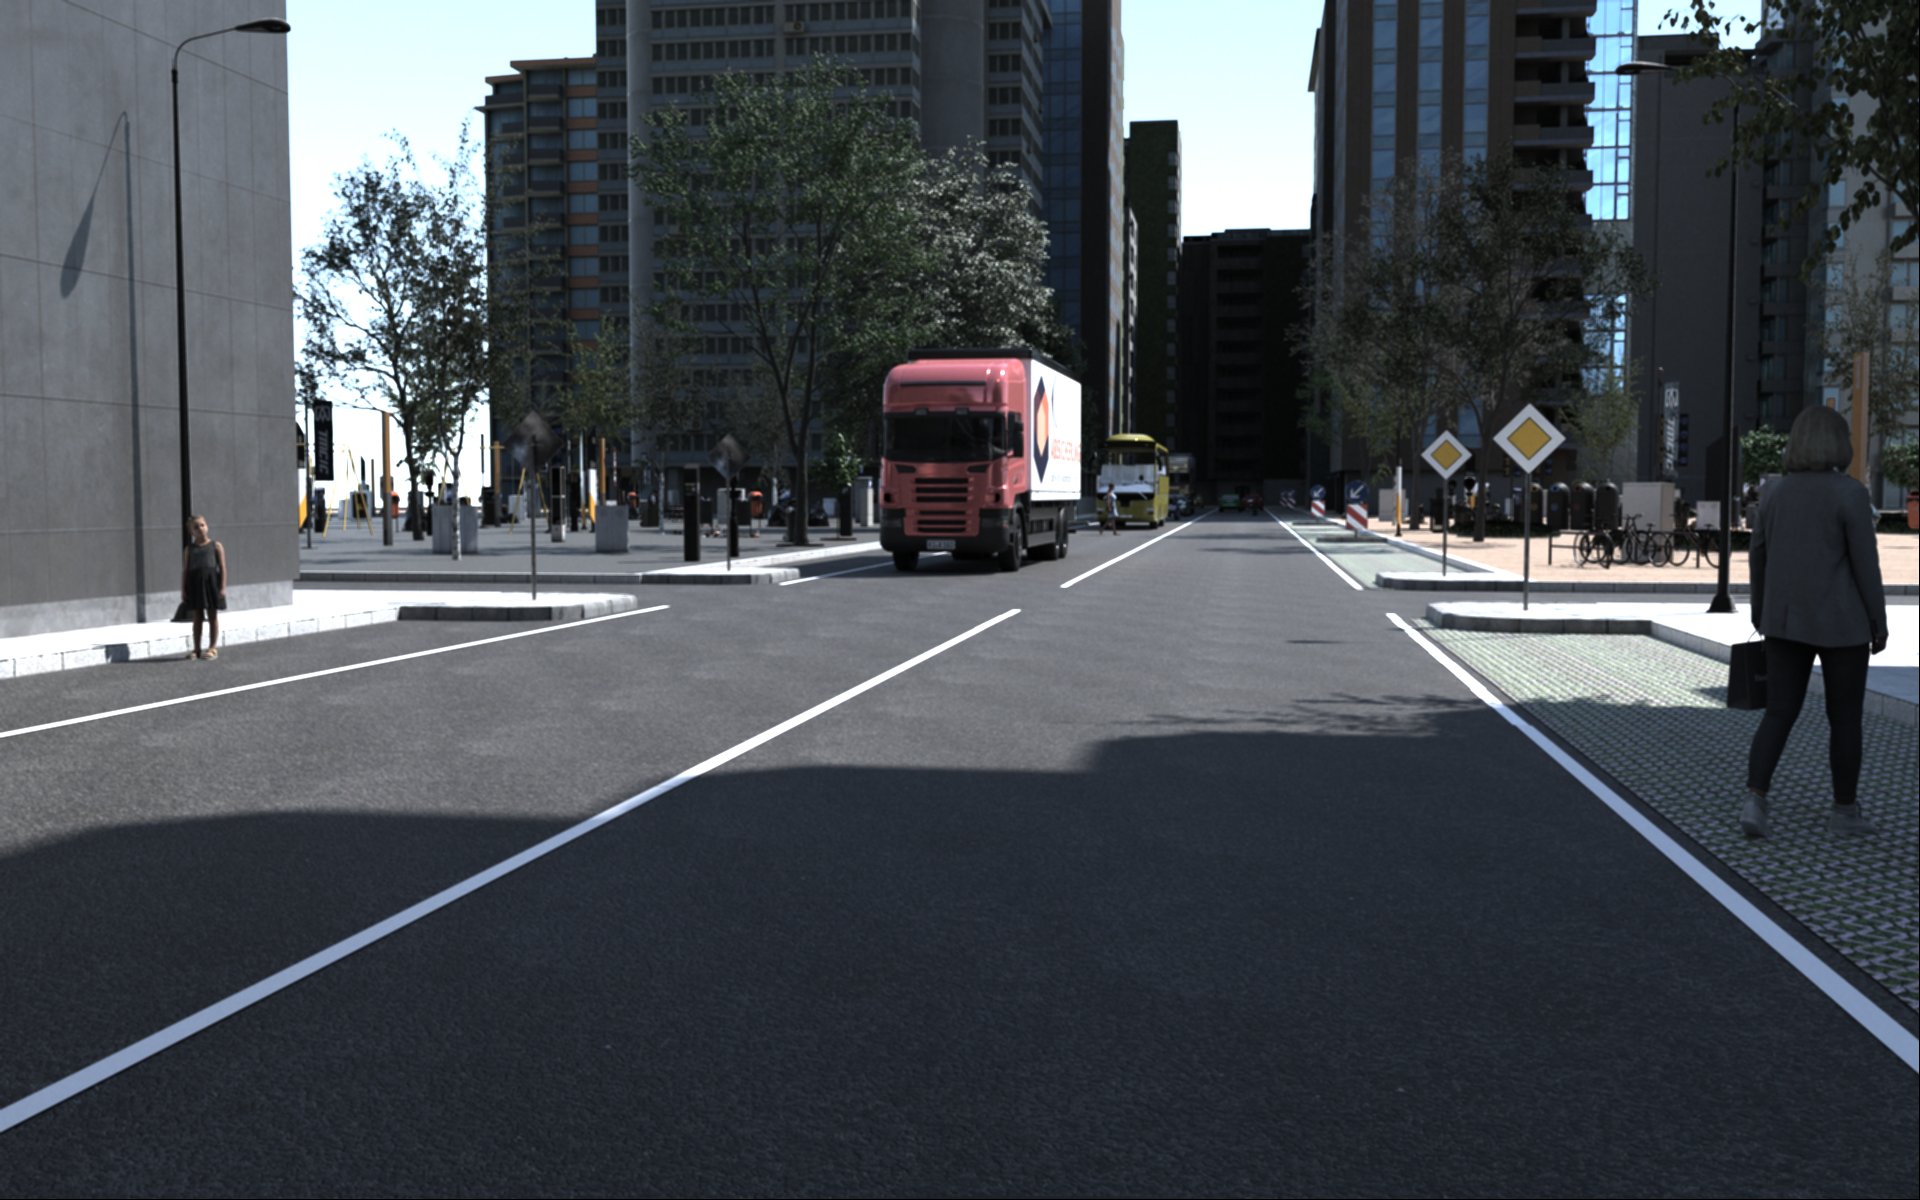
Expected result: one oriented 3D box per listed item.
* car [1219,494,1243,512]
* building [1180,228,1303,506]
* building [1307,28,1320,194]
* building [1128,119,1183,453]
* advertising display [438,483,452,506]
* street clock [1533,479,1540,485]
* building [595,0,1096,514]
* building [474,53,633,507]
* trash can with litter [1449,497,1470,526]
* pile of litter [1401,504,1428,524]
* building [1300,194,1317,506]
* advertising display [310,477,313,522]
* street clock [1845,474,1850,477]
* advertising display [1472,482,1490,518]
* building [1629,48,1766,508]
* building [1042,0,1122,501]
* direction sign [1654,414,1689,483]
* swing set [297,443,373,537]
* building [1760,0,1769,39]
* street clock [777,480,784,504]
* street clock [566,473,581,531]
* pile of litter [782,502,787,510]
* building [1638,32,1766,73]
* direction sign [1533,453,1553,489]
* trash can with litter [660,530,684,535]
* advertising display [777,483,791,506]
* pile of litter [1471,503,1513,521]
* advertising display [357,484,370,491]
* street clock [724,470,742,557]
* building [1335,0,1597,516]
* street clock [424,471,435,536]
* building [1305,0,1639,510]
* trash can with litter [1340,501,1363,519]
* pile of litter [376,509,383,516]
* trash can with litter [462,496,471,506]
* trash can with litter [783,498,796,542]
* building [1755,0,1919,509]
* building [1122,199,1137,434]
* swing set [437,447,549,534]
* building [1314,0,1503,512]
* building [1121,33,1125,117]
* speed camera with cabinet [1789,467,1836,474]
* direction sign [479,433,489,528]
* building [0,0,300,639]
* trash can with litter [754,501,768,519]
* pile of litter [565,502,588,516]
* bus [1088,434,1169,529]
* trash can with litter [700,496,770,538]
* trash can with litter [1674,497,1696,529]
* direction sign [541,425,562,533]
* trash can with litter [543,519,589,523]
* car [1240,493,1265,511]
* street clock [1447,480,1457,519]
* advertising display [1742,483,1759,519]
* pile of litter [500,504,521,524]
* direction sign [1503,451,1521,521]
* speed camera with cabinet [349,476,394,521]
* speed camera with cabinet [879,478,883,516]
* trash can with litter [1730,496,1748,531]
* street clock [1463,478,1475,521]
[{"bbox_3d":[21.801,-7.985,139.350,1.959,1.807,4.718,1,4,11],"label":"car"},{"bbox_3d":[31.421,-25.652,191.118,14.107,30.474,14.160,1,4,9],"label":"building"},{"bbox_3d":[53.107,-36.993,194.069,27.495,52.752,28.713,1,4,9],"label":"building"},{"bbox_3d":[17.562,-31.179,193.376,14.086,41.232,14.154,1,4,9],"label":"building"},{"bbox_3d":[-28.746,-5.597,96.730,0.123,1.923,0.974,2,4,31],"label":"advertising display"},{"bbox_3d":[26.985,-4.681,81.106,0.358,2.002,0.471,2,4,30],"label":"street clock"},{"bbox_3d":[-7.349,-26.015,117.233,32.217,40.220,23.993,1,4,9],"label":"building"},{"bbox_3d":[-31.905,-31.800,174.559,28.867,44.769,22.147,1,4,9],"label":"building"},{"bbox_3d":[17.920,-3.144,62.795,1.055,1.170,0.624,1,4,14],"label":"trash can with litter"},{"bbox_3d":[19.591,-3.714,74.684,1.176,0.858,1.719,1,4,19],"label":"pile of litter"},{"bbox_3d":[40.779,-24.208,167.500,14.160,30.474,14.107,1,4,9],"label":"building"},{"bbox_3d":[-25.139,-3.728,66.160,0.123,1.923,0.974,2,4,25],"label":"advertising display"},{"bbox_3d":[31.566,-3.479,61.459,0.471,2.002,0.358,-2,4,-33],"label":"street clock"},{"bbox_3d":[27.983,-5.372,93.046,0.974,1.923,0.123,0,4,-7],"label":"advertising display"},{"bbox_3d":[65.959,-29.314,162.876,14.086,41.232,14.154,1,4,9],"label":"building"},{"bbox_3d":[5.043,-29.617,134.350,14.600,45.320,14.200,1,4,9],"label":"building"},{"bbox_3d":[20.113,-3.488,49.029,0.876,3.537,0.379,2,4,26],"label":"direction sign"},{"bbox_3d":[-20.141,-3.426,53.634,3.119,2.851,2.862,1,4,11],"label":"swing set"},{"bbox_3d":[97.533,-45.511,182.358,20.611,71.187,20.563,1,4,9],"label":"building"},{"bbox_3d":[-9.365,-5.191,89.442,0.471,2.002,0.358,2,4,27],"label":"street clock"},{"bbox_3d":[-13.358,-3.387,59.948,0.471,2.002,0.358,2,4,29],"label":"street clock"},{"bbox_3d":[-9.580,-4.830,92.941,1.176,0.858,1.719,3,4,38],"label":"pile of litter"},{"bbox_3d":[76.718,-34.424,186.534,21.600,48.544,21.300,1,4,9],"label":"building"},{"bbox_3d":[23.837,-4.825,70.882,0.379,3.537,0.876,-3,4,-39],"label":"direction sign"},{"bbox_3d":[-8.424,-2.690,55.035,2.233,1.210,1.678,1,4,17],"label":"trash can with litter"},{"bbox_3d":[-10.746,-6.111,105.126,0.974,1.923,0.123,-2,4,-27],"label":"advertising display"},{"bbox_3d":[25.347,-4.148,81.792,1.176,0.858,1.719,-3,5,-45],"label":"pile of litter"},{"bbox_3d":[-38.011,-6.435,110.429,0.974,1.923,0.123,2,4,28],"label":"advertising display"},{"bbox_3d":[-4.613,-1.876,35.238,0.358,2.002,0.471,0,4,6],"label":"street clock"},{"bbox_3d":[30.667,-27.991,107.757,14.600,45.320,14.200,1,4,9],"label":"building"},{"bbox_3d":[-16.361,-2.989,53.444,0.358,2.002,0.471,-1,4,-12],"label":"street clock"},{"bbox_3d":[38.101,-49.931,129.048,22.319,86.520,31.000,1,4,9],"label":"building"},{"bbox_3d":[19.778,-4.661,87.600,1.055,1.170,0.624,0,4,-7],"label":"trash can with litter"},{"bbox_3d":[-33.526,-5.308,100.754,1.176,0.858,1.719,-3,5,-44],"label":"pile of litter"},{"bbox_3d":[-25.968,-4.805,89.621,2.233,1.210,1.678,-2,4,-34],"label":"trash can with litter"},{"bbox_3d":[-4.473,-2.118,46.013,0.624,1.170,1.055,-2,4,-24],"label":"trash can with litter"},{"bbox_3d":[87.880,-32.710,154.411,30.456,49.044,23.786,1,4,9],"label":"building"},{"bbox_3d":[10.429,-24.519,172.593,14.107,30.474,14.160,1,4,9],"label":"building"},{"bbox_3d":[-15.655,-3.662,57.489,3.119,2.851,2.862,1,4,14],"label":"swing set"},{"bbox_3d":[38.772,-30.761,153.059,14.600,45.320,14.200,1,4,9],"label":"building"},{"bbox_3d":[6.528,-28.437,148.538,14.154,41.232,14.086,1,4,9],"label":"building"},{"bbox_3d":[34.019,-4.568,69.019,0.660,3.252,2.038,-2,4,-24],"label":"speed camera with cabinet"},{"bbox_3d":[-17.853,-4.454,64.827,0.379,3.537,0.876,-1,4,-8],"label":"direction sign"},{"bbox_3d":[-23.258,-12.069,16.400,30.058,24.678,14.314,1,4,9],"label":"building"},{"bbox_3d":[-10.092,-4.734,88.785,1.055,1.170,0.624,1,4,12],"label":"trash can with litter"},{"bbox_3d":[-22.753,-5.393,102.134,1.719,0.858,1.176,0,4,-5],"label":"pile of litter"},{"bbox_3d":[7.460,-5.059,74.260,2.896,3.916,12.252,1,4,9],"label":"bus"},{"bbox_3d":[-6.847,-2.476,51.532,2.233,1.210,1.678,0,4,3],"label":"trash can with litter"},{"bbox_3d":[26.835,-3.214,63.928,1.055,1.170,0.624,0,4,-4],"label":"trash can with litter"},{"bbox_3d":[-13.430,-3.952,56.616,0.876,3.537,0.379,0,4,1],"label":"direction sign"},{"bbox_3d":[-17.823,-4.113,78.298,2.233,1.210,1.678,1,4,15],"label":"trash can with litter"},{"bbox_3d":[25.056,-8.515,148.262,2.155,1.783,4.494,1,4,10],"label":"car"},{"bbox_3d":[25.289,-5.174,89.159,0.471,2.002,0.358,-1,4,-17],"label":"street clock"},{"bbox_3d":[40.600,-5.113,88.818,0.974,1.923,0.123,0,4,7],"label":"advertising display"},{"bbox_3d":[-19.997,-3.764,75.512,1.719,0.858,1.176,-1,4,-15],"label":"pile of litter"},{"bbox_3d":[25.250,-5.337,79.254,0.876,3.537,0.379,3,5,44],"label":"direction sign"},{"bbox_3d":[-28.065,-5.398,82.589,2.038,3.252,0.660,-1,4,-22],"label":"speed camera with cabinet"},{"bbox_3d":[-3.696,-6.249,96.499,0.660,3.252,2.038,-3,5,-40],"label":"speed camera with cabinet"},{"bbox_3d":[25.964,-2.845,57.575,1.678,1.210,2.233,2,4,35],"label":"trash can with litter"},{"bbox_3d":[22.309,-4.362,75.888,0.471,2.002,0.358,0,4,3],"label":"street clock"}]
